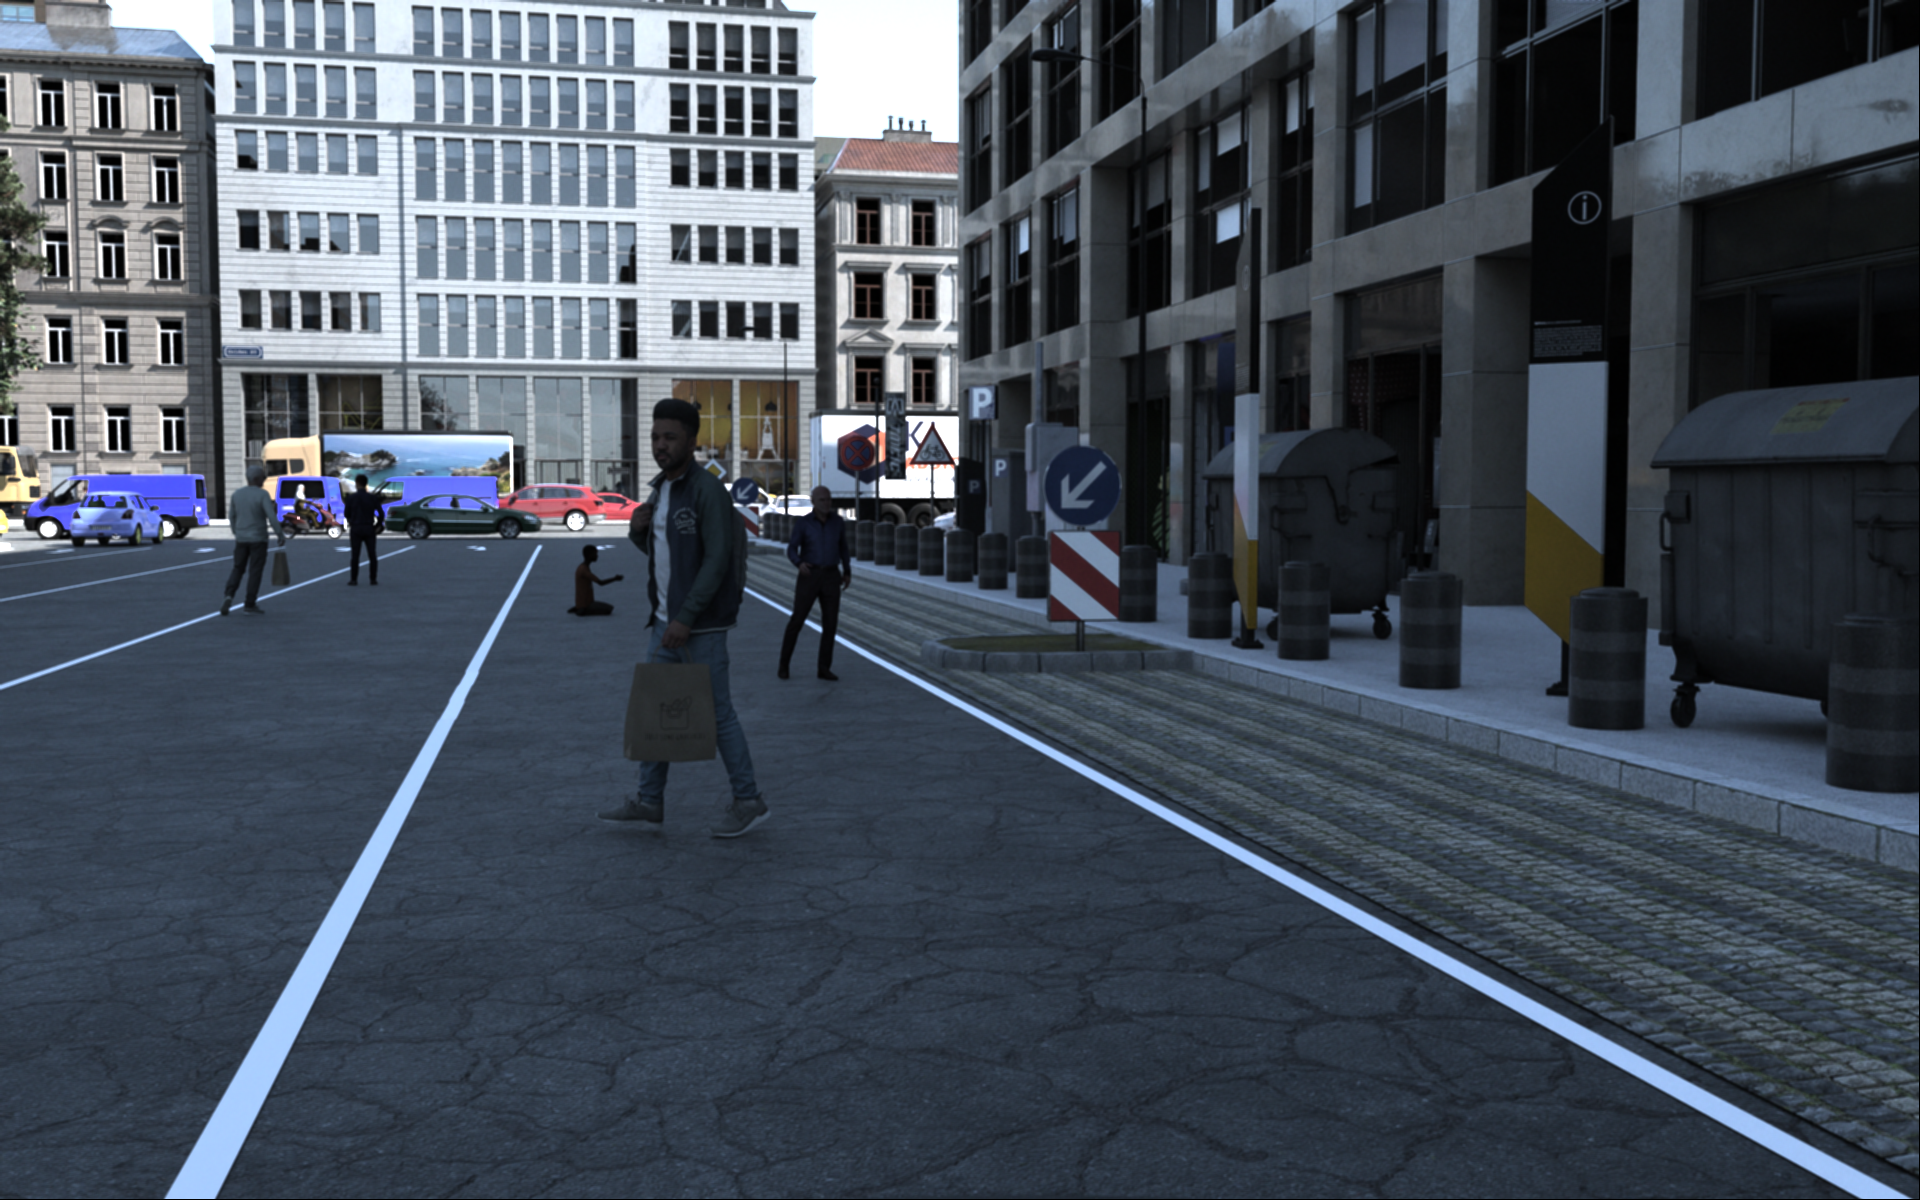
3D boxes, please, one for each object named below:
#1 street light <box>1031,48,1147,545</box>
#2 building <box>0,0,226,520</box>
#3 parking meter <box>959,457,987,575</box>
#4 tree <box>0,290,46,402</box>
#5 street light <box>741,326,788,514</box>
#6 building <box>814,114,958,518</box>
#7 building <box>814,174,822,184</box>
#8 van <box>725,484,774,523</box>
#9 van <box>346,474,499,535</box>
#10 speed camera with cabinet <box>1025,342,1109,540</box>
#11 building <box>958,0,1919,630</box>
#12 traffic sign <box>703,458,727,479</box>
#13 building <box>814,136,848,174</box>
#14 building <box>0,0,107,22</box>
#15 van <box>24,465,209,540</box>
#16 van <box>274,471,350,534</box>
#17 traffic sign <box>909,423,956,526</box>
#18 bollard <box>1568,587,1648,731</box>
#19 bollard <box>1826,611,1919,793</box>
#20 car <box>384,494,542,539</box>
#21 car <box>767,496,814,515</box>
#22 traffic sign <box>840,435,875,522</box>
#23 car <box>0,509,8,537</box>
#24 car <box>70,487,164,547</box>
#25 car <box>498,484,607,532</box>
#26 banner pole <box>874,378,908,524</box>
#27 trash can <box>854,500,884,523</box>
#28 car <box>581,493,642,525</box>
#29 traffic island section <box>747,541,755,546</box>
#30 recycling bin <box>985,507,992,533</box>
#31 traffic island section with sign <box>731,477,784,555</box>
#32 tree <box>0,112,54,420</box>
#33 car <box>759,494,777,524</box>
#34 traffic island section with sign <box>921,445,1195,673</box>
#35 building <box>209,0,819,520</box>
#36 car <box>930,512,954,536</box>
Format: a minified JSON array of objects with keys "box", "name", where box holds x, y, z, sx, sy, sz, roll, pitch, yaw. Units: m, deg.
[{"box":[1.416,-2.801,18.340,1.470,5.913,1.316,-1,4,-13],"name":"street light"},{"box":[-50.297,-17.829,88.772,25.104,27.353,12.463,-1,4,-13],"name":"building"},{"box":[0.202,-1.330,27.462,0.399,1.863,0.255,-1,4,-16],"name":"parking meter"},{"box":[-23.108,-6.917,32.550,9.611,12.733,9.660,0,3,0],"name":"tree"},{"box":[-5.389,-4.630,48.237,1.470,5.913,1.316,-1,4,-13],"name":"street light"},{"box":[1.860,-16.090,99.221,21.152,22.565,11.583,-1,4,-13],"name":"building"},{"box":[-18.415,-23.612,157.758,14.160,30.474,14.107,-1,4,-13],"name":"building"},{"box":[-8.444,-3.867,70.244,4.112,2.044,2.013,-1,4,-12],"name":"van"},{"box":[-19.008,-3.490,61.440,5.245,2.365,2.240,-1,4,-12],"name":"van"},{"box":[1.348,-1.691,21.979,0.660,3.252,2.038,-1,4,-11],"name":"speed camera with cabinet"},{"box":[13.057,-13.819,30.455,19.350,26.468,34.151,-1,4,-13],"name":"building"},{"box":[-6.834,-2.711,47.959,0.795,2.450,0.064,-1,4,-13],"name":"traffic sign"},{"box":[-16.782,-30.602,192.231,32.217,40.220,23.993,-1,4,-13],"name":"building"},{"box":[-77.715,-29.971,140.131,14.600,45.320,14.200,-1,4,-13],"name":"building"},{"box":[-26.832,-3.101,55.080,5.245,2.365,2.240,-1,4,-13],"name":"van"},{"box":[-23.516,-3.579,62.906,2.240,2.365,5.245,-1,4,-13],"name":"van"},{"box":[-0.512,-1.949,31.876,0.884,2.594,0.081,-1,4,-11],"name":"traffic sign"},{"box":[3.578,0.315,9.567,0.404,0.777,0.398,0,3,0],"name":"bollard"},{"box":[4.028,0.436,7.596,0.404,0.777,0.398,0,3,0],"name":"bollard"},{"box":[-15.983,-2.691,55.789,4.920,1.459,2.131,-1,4,-13],"name":"car"},{"box":[-6.416,-3.347,67.089,2.083,1.381,4.827,-1,4,-12],"name":"car"},{"box":[-2.236,-2.305,37.786,0.768,2.556,0.104,-1,4,-9],"name":"traffic sign"},{"box":[-30.767,-2.542,51.789,3.980,1.641,2.015,-1,4,-11],"name":"car"},{"box":[-23.645,-2.392,48.705,1.945,1.707,3.694,-1,4,-11],"name":"car"},{"box":[-16.291,-3.540,66.547,5.304,1.827,2.281,-1,4,-12],"name":"car"},{"box":[-1.557,-2.901,37.455,0.863,3.779,0.401,0,4,-5],"name":"banner pole"},{"box":[-2.233,-1.893,42.600,0.748,1.137,0.748,0,3,0],"name":"trash can"},{"box":[-16.107,-4.405,81.058,4.494,1.783,2.155,-1,4,-11],"name":"car"},{"box":[-6.812,-1.576,48.042,2.009,0.180,2.903,-1,4,-13],"name":"traffic island section"},{"box":[0.397,-1.345,34.542,0.722,1.027,0.722,0,4,-7],"name":"recycling bin"},{"box":[-5.310,-2.002,41.367,1.989,1.847,2.006,-1,4,-13],"name":"traffic island section with sign"},{"box":[-25.138,-7.099,40.585,6.751,12.117,7.091,0,3,0],"name":"tree"},{"box":[-8.245,-3.972,75.168,3.980,1.641,2.015,-1,4,-13],"name":"car"},{"box":[0.724,-0.375,14.766,1.989,1.847,2.006,-1,4,-13],"name":"traffic island section with sign"},{"box":[-23.221,-19.323,93.426,29.804,29.767,11.434,-1,4,-13],"name":"building"},{"box":[1.451,-2.560,54.221,4.827,1.381,2.083,-1,4,-13],"name":"car"}]
